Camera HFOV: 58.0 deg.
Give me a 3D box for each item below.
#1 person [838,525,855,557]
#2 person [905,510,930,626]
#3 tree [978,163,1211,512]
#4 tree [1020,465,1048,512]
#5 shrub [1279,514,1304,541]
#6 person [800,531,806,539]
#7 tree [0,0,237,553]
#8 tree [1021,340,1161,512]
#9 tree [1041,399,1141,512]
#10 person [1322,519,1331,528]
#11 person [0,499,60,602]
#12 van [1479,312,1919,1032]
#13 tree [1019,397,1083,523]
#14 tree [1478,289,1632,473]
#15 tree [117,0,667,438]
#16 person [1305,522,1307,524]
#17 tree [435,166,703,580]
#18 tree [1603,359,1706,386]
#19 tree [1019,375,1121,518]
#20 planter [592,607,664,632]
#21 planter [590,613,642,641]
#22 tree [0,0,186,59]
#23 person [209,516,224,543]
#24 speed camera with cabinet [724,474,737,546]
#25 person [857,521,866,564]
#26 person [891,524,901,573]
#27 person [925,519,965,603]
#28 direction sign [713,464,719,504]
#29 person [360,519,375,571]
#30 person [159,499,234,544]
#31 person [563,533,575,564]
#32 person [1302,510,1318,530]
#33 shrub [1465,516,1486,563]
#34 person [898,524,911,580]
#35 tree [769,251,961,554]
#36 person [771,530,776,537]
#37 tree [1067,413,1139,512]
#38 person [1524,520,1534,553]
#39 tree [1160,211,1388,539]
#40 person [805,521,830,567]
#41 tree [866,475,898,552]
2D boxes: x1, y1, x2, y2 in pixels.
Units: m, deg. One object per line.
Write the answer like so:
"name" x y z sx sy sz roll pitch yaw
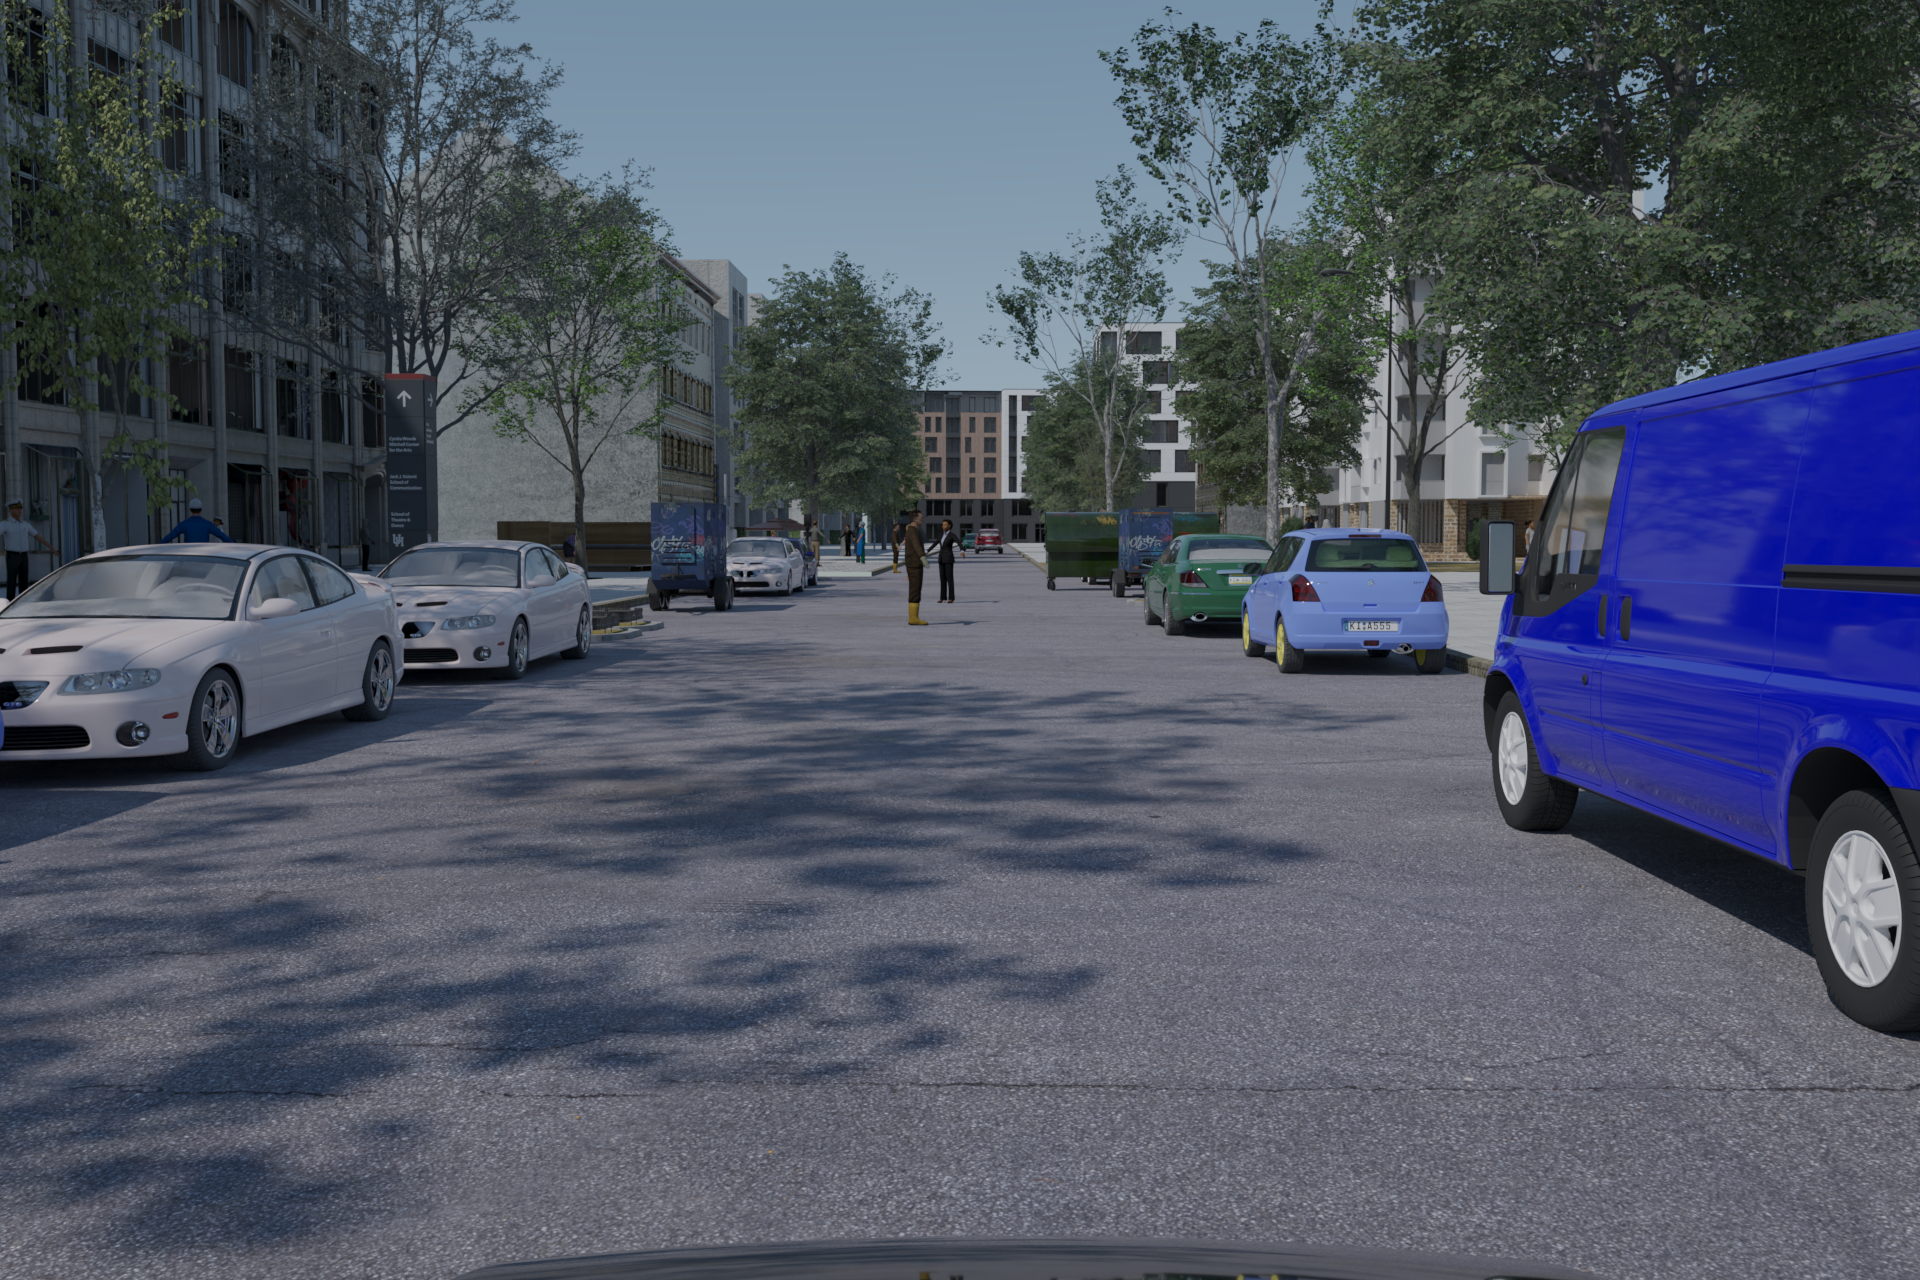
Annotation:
"person" -6.386 -5.641 98.423 1.347 1.806 0.705 3 5 43
"person" -0.671 -1.140 27.234 0.704 1.812 1.346 -1 4 -8
"tree" 7.331 -14.404 91.402 12.611 20.169 13.585 0 3 0
"tree" 9.138 -14.085 164.708 7.601 10.594 8.767 0 4 -6
"shrub" 12.283 -3.673 64.089 1.661 2.075 1.752 0 3 0
"person" -8.242 -5.227 91.640 0.705 1.806 1.347 -1 4 -20
"tree" -11.288 -4.399 22.282 4.737 8.622 4.395 0 3 0
"tree" 8.728 -12.781 115.630 9.857 13.997 8.962 0 3 0
"tree" 9.426 -12.351 127.697 9.928 11.665 9.643 0 3 0
"person" 11.229 -2.830 53.048 1.217 1.736 0.721 1 4 22
"person" -15.372 -1.375 28.267 0.704 1.855 1.343 2 4 26
"van" 3.565 -0.137 6.619 2.240 2.365 5.245 0 3 0
"tree" 9.479 -15.026 152.323 9.857 13.997 8.962 0 3 0
"tree" 25.092 -8.895 71.191 9.928 11.665 9.643 0 3 0
"tree" -11.174 -7.619 34.935 12.009 13.543 11.850 0 3 0
"person" 16.464 -4.677 82.243 0.705 1.856 1.354 2 4 32
"tree" -10.905 -7.538 49.001 9.928 11.665 9.643 0 3 0
"tree" 25.400 -6.834 62.100 4.360 8.622 3.978 0 3 0
"tree" 9.431 -14.220 139.155 9.857 13.997 8.962 0 3 0
"planter" -5.528 -0.298 26.012 1.991 0.319 1.994 0 4 1
"planter" -5.499 -0.175 23.997 1.991 0.319 1.994 0 4 2
"tree" -11.412 -6.294 13.277 12.009 13.543 11.850 0 3 0
"person" -20.047 -2.455 46.602 0.721 1.778 1.216 -2 4 -35
"speed camera with cabinet" -7.923 -3.897 58.052 0.660 3.252 2.038 0 4 1
"person" -4.177 -4.117 73.437 0.704 1.817 1.347 0 4 4
"person" -2.314 -3.355 63.443 0.704 1.812 1.346 0 3 0
"person" -0.329 -1.631 35.848 1.216 1.740 0.721 3 5 44
"direction sign" -7.906 -3.929 56.239 0.379 3.537 0.876 0 4 2
"person" -20.409 -3.267 59.551 0.705 1.813 1.348 -2 4 -33
"person" -12.162 -1.329 27.610 1.347 1.842 0.705 -2 4 -24
"person" -12.329 -2.810 55.221 0.697 1.427 0.421 2 4 27
"person" 8.166 -2.097 40.155 0.704 1.845 1.351 2 4 27
"shrub" 23.329 -4.471 77.149 1.661 2.075 1.752 0 3 0
"person" -1.650 -2.721 53.742 0.721 1.733 1.217 1 4 21
"tree" -6.315 -15.817 114.505 12.611 20.169 13.585 0 3 0
"person" -7.074 -3.425 65.260 0.991 1.433 0.599 -2 4 -32
"tree" 8.112 -9.456 104.960 4.360 8.622 3.978 0 3 0
"person" 18.733 -3.048 56.609 0.721 1.739 1.217 3 4 38
"tree" 12.650 -10.005 70.230 9.857 13.997 8.962 0 3 0
"person" -5.656 -3.780 68.082 1.348 1.796 0.705 3 4 37
"tree" -6.172 -10.797 126.895 4.360 8.622 3.978 0 3 0
